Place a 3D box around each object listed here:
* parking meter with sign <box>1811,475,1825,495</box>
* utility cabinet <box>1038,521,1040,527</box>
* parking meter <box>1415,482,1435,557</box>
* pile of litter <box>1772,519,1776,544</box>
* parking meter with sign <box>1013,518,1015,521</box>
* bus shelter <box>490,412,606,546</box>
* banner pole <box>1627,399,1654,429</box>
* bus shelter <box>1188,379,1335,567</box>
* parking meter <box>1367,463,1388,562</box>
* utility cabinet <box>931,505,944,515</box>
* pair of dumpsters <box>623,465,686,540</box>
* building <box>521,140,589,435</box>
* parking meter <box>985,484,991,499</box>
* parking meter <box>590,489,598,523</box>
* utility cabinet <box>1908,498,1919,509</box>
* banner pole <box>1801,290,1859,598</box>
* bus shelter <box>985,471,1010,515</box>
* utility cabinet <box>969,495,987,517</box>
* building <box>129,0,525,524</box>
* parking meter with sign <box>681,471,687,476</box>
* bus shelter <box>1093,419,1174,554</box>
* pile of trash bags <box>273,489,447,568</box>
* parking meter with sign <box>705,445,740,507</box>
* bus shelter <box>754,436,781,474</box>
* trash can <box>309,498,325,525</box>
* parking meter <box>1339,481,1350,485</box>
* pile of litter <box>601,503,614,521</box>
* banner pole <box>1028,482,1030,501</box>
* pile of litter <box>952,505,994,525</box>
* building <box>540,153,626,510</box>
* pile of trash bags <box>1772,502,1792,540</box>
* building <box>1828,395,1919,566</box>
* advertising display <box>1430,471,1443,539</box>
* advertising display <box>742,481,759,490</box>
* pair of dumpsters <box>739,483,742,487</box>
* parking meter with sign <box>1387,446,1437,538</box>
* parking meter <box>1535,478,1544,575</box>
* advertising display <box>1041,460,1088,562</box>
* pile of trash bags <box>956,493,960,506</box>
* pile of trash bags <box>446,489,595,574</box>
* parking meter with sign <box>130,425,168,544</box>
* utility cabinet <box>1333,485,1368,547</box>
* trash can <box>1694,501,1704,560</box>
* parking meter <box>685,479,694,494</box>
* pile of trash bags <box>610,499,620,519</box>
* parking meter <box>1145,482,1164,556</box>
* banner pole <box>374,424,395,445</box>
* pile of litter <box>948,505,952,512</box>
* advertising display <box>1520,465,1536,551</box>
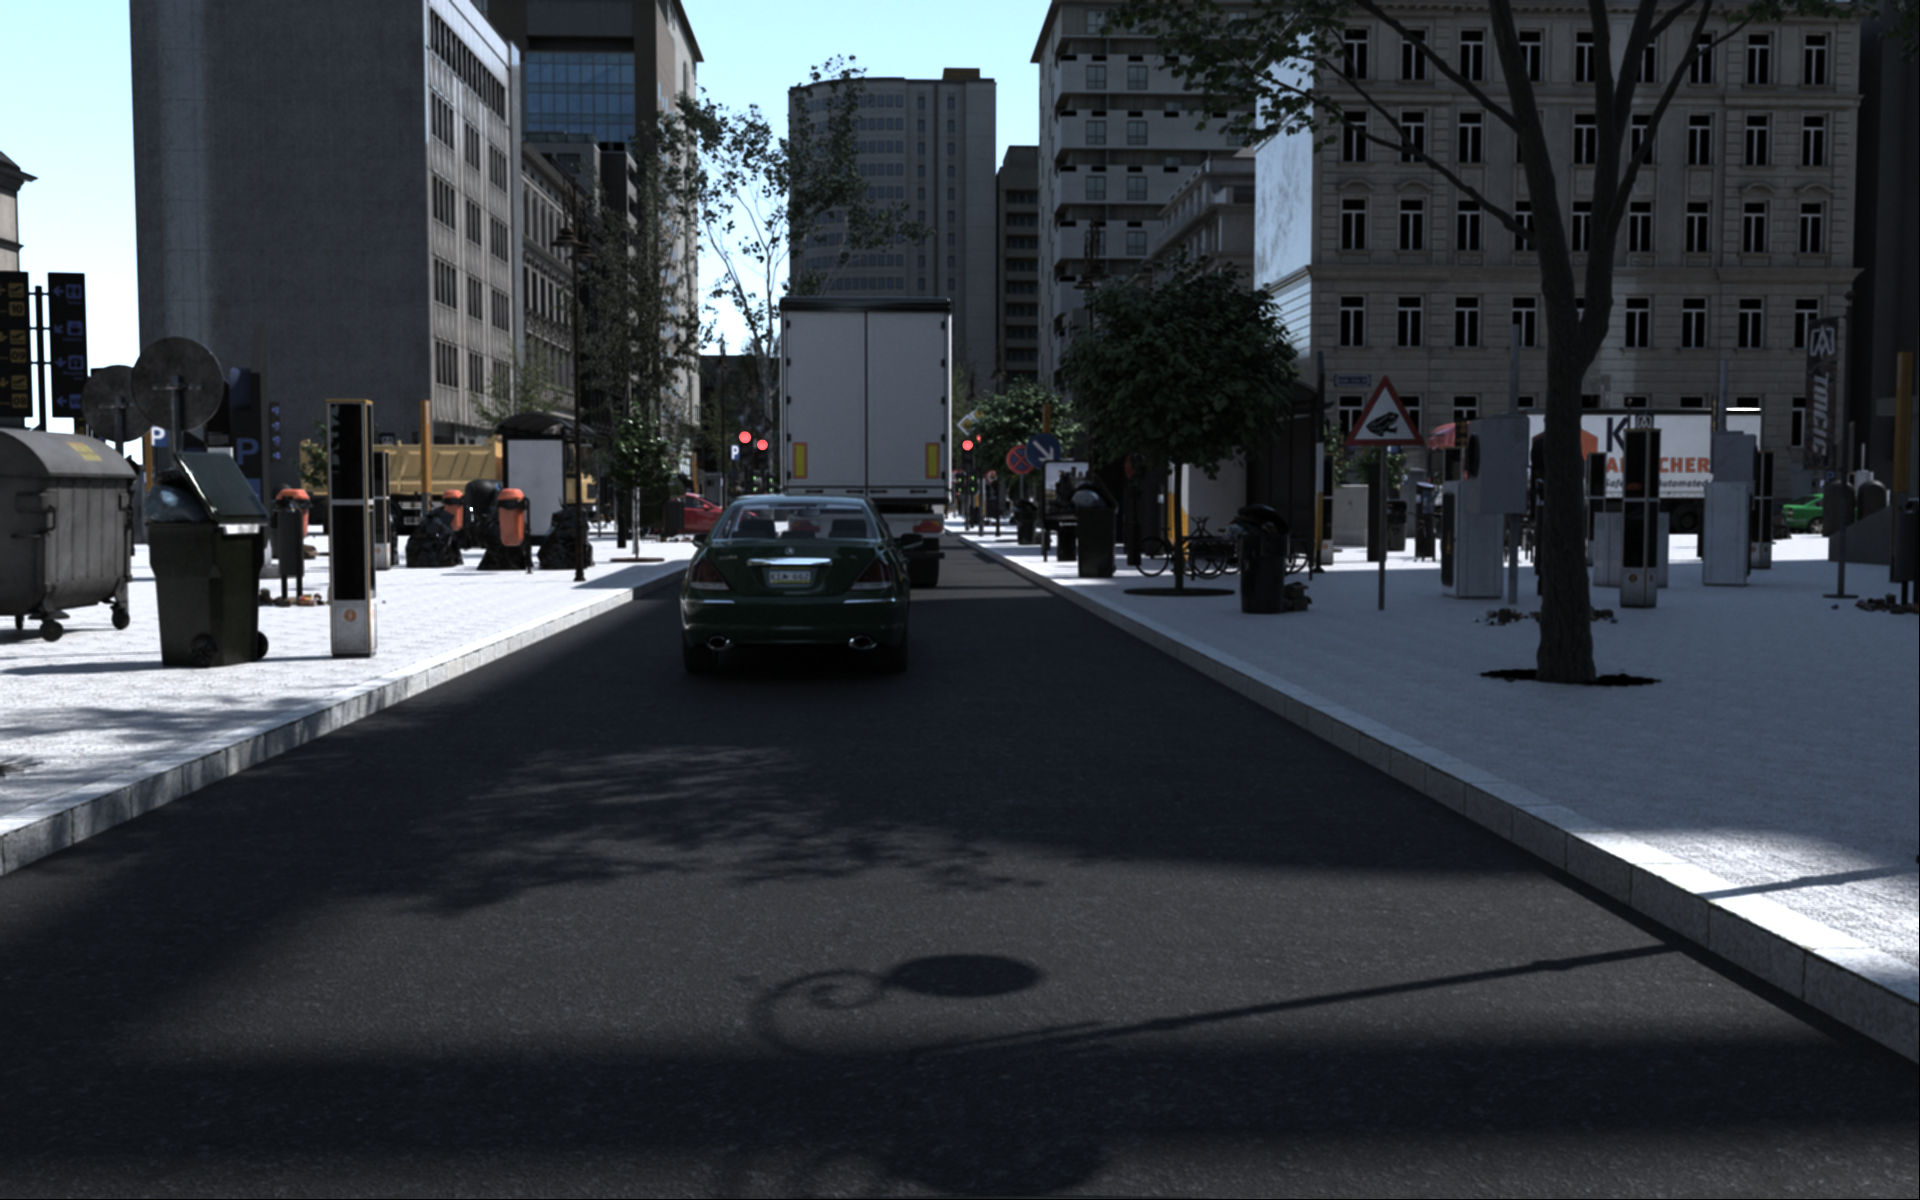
[{"bbox_3d":[34.936,-4.532,70.354,0.543,3.016,1.738,0,4,5],"label":"parking meter with sign"},{"bbox_3d":[3.368,-3.418,67.053,1.020,1.237,0.306,1,4,9],"label":"utility cabinet"},{"bbox_3d":[9.459,-1.640,35.224,0.372,1.533,0.369,0,3,0],"label":"parking meter"},{"bbox_3d":[20.576,-1.892,44.901,1.176,0.858,1.719,3,4,36],"label":"pile of litter"},{"bbox_3d":[3.161,-4.860,75.715,1.738,3.016,0.543,0,4,-4],"label":"parking meter with sign"},{"bbox_3d":[-10.687,-3.148,45.389,2.014,3.302,5.546,0,4,-3],"label":"bus shelter"},{"bbox_3d":[17.871,-3.407,45.723,0.863,3.779,0.401,1,4,9],"label":"banner pole"},{"bbox_3d":[5.318,-2.368,32.644,2.014,3.302,5.546,0,4,-3],"label":"bus shelter"},{"bbox_3d":[7.938,-1.663,32.909,0.255,1.863,0.399,3,4,38],"label":"parking meter"},{"bbox_3d":[-1.358,-5.471,100.614,0.306,1.237,1.020,3,5,41],"label":"utility cabinet"},{"bbox_3d":[-8.993,-2.940,50.557,1.574,2.255,4.437,0,4,-3],"label":"pair of dumpsters"},{"bbox_3d":[-29.098,-16.749,102.731,11.050,23.489,19.941,0,4,-3],"label":"building"},{"bbox_3d":[1.592,-5.821,100.890,0.255,1.863,0.399,-3,5,-42],"label":"parking meter"},{"bbox_3d":[-16.253,-4.194,76.982,0.372,1.533,0.369,0,3,0],"label":"parking meter"},{"bbox_3d":[56.216,-5.539,101.721,0.306,1.237,1.020,-1,4,-22],"label":"utility cabinet"},{"bbox_3d":[10.839,-1.930,21.579,0.401,3.779,0.863,-1,4,-21],"label":"banner pole"},{"bbox_3d":[2.429,-6.958,107.686,2.014,3.302,5.546,0,4,-3],"label":"bus shelter"},{"bbox_3d":[0.997,-5.331,98.331,1.020,1.237,0.306,1,4,13],"label":"utility cabinet"},{"bbox_3d":[-28.884,-16.173,82.450,12.078,24.808,19.932,0,4,-3],"label":"building"},{"bbox_3d":[-20.222,-8.221,130.674,1.738,3.016,0.543,3,4,38],"label":"parking meter with sign"},{"bbox_3d":[3.838,-2.971,39.857,1.731,3.624,6.357,0,4,-3],"label":"bus shelter"},{"bbox_3d":[-10.583,-1.297,30.951,3.447,1.369,1.912,0,4,6],"label":"pile of trash bags"},{"bbox_3d":[-8.672,-3.993,61.552,1.738,3.016,0.543,2,4,30],"label":"parking meter with sign"},{"bbox_3d":[-12.126,-8.157,111.003,2.179,5.291,8.768,0,4,-3],"label":"bus shelter"},{"bbox_3d":[-26.510,-3.650,71.334,0.748,1.137,0.748,0,3,0],"label":"trash can"},{"bbox_3d":[15.861,-4.018,71.408,0.399,1.863,0.255,3,5,40],"label":"parking meter"},{"bbox_3d":[-17.272,-4.260,83.623,1.176,0.858,1.719,-1,4,-10],"label":"pile of litter"},{"bbox_3d":[2.572,-4.385,61.708,0.401,3.779,0.863,-2,4,-31],"label":"banner pole"},{"bbox_3d":[0.731,-3.629,73.302,1.176,0.858,1.719,-2,4,-32],"label":"pile of litter"},{"bbox_3d":[-30.713,-17.806,120.805,12.332,23.373,15.834,0,4,-3],"label":"building"},{"bbox_3d":[22.278,-2.403,49.042,1.912,1.369,3.447,3,4,39],"label":"pile of trash bags"},{"bbox_3d":[32.990,-20.416,25.682,32.217,40.220,23.993,0,4,-3],"label":"building"},{"bbox_3d":[13.761,-2.702,49.384,0.974,1.923,0.123,-3,4,-36],"label":"advertising display"},{"bbox_3d":[-10.080,-4.783,83.416,0.974,1.923,0.123,-3,5,-43],"label":"advertising display"},{"bbox_3d":[-14.195,-6.834,114.233,1.574,2.255,4.437,0,4,-3],"label":"pair of dumpsters"},{"bbox_3d":[13.218,-3.314,50.447,1.738,3.016,0.543,-2,4,-29],"label":"parking meter with sign"},{"bbox_3d":[9.314,-1.163,27.424,0.372,1.533,0.369,0,3,0],"label":"parking meter"},{"bbox_3d":[2.033,-1.696,32.940,0.974,1.923,0.123,-1,4,-13],"label":"advertising display"},{"bbox_3d":[0.679,-6.665,118.726,1.912,1.369,3.447,-3,4,-37],"label":"pile of trash bags"},{"bbox_3d":[-7.280,-1.199,29.354,1.912,1.369,3.447,0,4,-3],"label":"pile of trash bags"},{"bbox_3d":[-20.977,-2.953,44.545,1.738,3.016,0.543,3,5,43],"label":"parking meter with sign"},{"bbox_3d":[9.400,-2.021,41.721,0.318,1.500,1.173,-3,5,-40],"label":"utility cabinet"},{"bbox_3d":[14.597,-1.337,33.506,0.748,1.137,0.748,0,3,0],"label":"trash can"},{"bbox_3d":[-9.804,-3.477,62.559,0.399,1.863,0.255,-1,4,-19],"label":"parking meter"},{"bbox_3d":[-15.924,-4.720,86.931,3.447,1.369,1.912,-3,5,-43],"label":"pile of trash bags"},{"bbox_3d":[4.024,-1.676,35.806,0.372,1.533,0.369,0,3,0],"label":"parking meter"},{"bbox_3d":[-20.648,-4.407,62.072,0.863,3.779,0.401,-1,4,-22],"label":"banner pole"},{"bbox_3d":[-0.869,-6.641,122.545,1.719,0.858,1.176,0,4,-6],"label":"pile of litter"},{"bbox_3d":[12.909,-2.090,39.379,0.123,1.923,0.974,0,4,5],"label":"advertising display"}]
